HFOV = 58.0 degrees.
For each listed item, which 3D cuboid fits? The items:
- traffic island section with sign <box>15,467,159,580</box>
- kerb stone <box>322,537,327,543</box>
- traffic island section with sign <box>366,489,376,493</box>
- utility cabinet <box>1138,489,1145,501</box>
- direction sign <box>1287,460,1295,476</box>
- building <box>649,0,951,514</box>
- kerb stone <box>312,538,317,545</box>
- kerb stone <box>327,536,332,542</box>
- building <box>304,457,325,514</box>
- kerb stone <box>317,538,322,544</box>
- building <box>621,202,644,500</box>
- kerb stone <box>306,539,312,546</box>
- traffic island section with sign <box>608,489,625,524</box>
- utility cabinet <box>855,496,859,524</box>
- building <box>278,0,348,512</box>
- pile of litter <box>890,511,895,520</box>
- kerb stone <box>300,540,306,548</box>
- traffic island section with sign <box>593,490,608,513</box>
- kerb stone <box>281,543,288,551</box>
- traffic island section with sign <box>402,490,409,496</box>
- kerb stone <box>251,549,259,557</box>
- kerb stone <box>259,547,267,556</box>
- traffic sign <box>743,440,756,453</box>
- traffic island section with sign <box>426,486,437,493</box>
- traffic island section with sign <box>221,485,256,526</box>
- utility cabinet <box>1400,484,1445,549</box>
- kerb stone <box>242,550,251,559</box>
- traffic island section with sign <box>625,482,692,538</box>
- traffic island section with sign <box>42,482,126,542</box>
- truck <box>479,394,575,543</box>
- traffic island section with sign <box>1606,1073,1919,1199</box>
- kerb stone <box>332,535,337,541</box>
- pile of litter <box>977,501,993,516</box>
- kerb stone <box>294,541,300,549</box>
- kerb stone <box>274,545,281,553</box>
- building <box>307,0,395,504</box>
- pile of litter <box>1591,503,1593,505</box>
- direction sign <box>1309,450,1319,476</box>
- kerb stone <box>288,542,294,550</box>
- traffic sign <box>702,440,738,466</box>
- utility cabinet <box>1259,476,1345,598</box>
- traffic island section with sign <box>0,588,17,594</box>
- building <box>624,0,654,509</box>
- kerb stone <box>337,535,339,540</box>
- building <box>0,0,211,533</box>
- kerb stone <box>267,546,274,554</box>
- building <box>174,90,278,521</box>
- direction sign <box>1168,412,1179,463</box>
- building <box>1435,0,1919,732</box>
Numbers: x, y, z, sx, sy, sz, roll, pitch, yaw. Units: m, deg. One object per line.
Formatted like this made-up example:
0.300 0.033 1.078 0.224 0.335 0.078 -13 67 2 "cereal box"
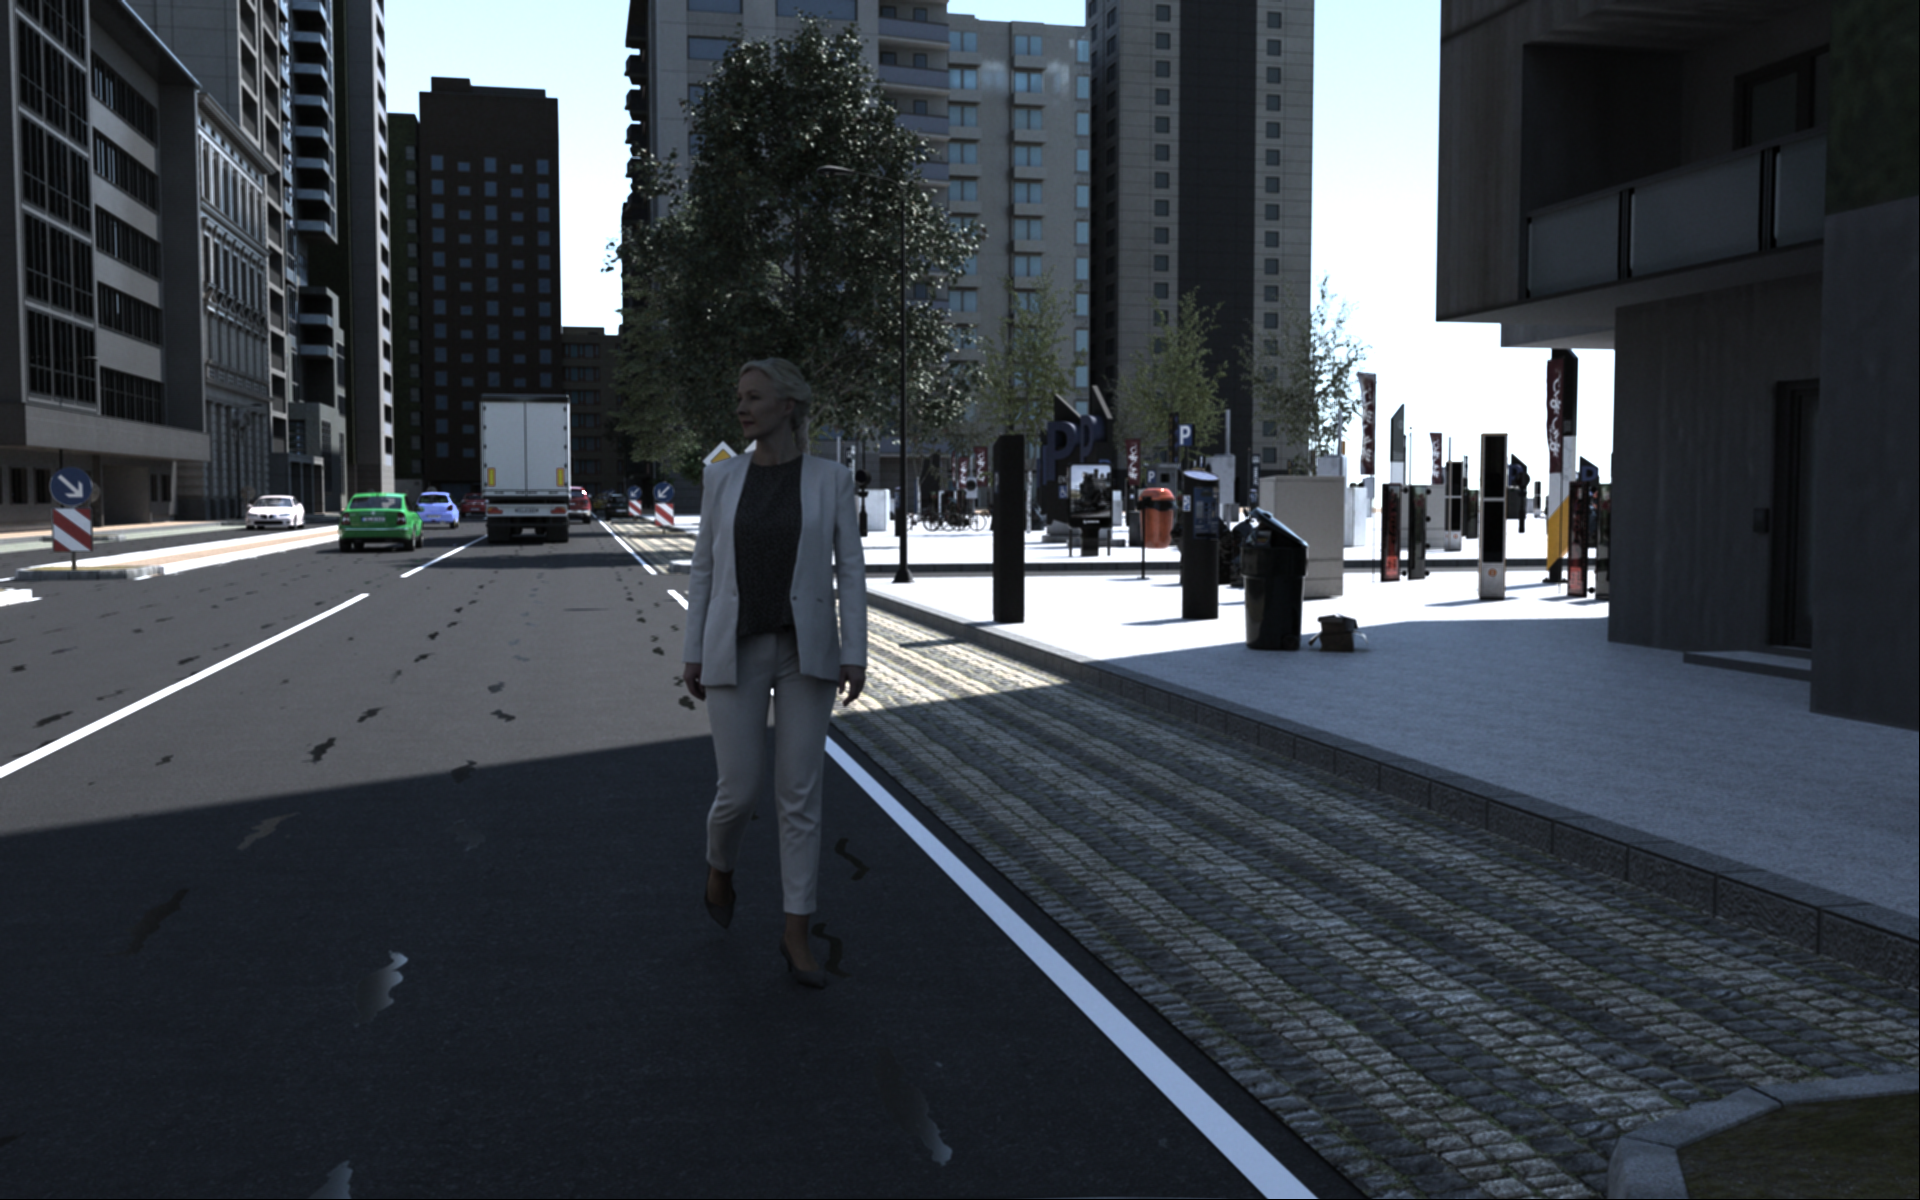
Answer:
-15.053 -1.320 29.718 2.006 1.907 1.989 -1 4 -13 "traffic island section with sign"
-18.597 -1.722 50.348 0.120 0.150 1.000 -1 4 -13 "kerb stone"
-43.507 -7.303 128.037 1.989 1.847 2.006 -1 4 -13 "traffic island section with sign"
8.539 -4.188 77.155 1.173 1.500 0.318 1 4 18 "utility cabinet"
21.956 -7.512 114.820 0.379 3.537 0.876 3 5 45 "direction sign"
-11.756 -35.662 125.080 21.231 58.520 28.212 -1 4 -13 "building"
-18.149 -1.599 48.341 0.120 0.150 1.000 -1 4 -13 "kerb stone"
-18.826 -1.776 51.356 0.120 0.150 1.000 -1 4 -13 "kerb stone"
-51.819 -40.964 108.011 20.563 71.187 20.611 -1 4 -13 "building"
-18.371 -1.660 49.342 0.120 0.150 1.000 -1 4 -13 "kerb stone"
-26.944 -24.645 174.642 14.160 30.474 14.107 -1 4 -13 "building"
-17.925 -1.538 47.335 0.120 0.150 1.000 -1 4 -13 "kerb stone"
-15.731 -4.552 83.057 1.989 1.847 2.006 -1 4 -13 "traffic island section with sign"
-4.233 -3.499 68.375 0.306 1.237 1.020 -1 4 -20 "utility cabinet"
-59.307 -50.128 132.265 22.319 86.520 31.000 -1 4 -13 "building"
-3.827 -4.324 84.666 1.719 0.858 1.176 0 4 4 "pile of litter"
-17.699 -1.476 46.326 0.120 0.150 1.000 -1 4 -13 "kerb stone"
-32.524 -9.139 158.052 1.989 1.847 2.006 -1 4 -13 "traffic island section with sign"
-17.020 -1.292 43.325 0.120 0.150 1.000 -1 4 -13 "kerb stone"
-49.385 -8.912 154.346 1.989 1.847 2.006 -1 4 -13 "traffic island section with sign"
-16.122 -1.047 39.311 0.120 0.150 1.000 -1 4 -13 "kerb stone"
-16.351 -1.108 40.308 0.120 0.150 1.000 -1 4 -13 "kerb stone"
-2.675 -1.280 24.565 0.795 2.450 0.064 -1 4 -13 "traffic sign"
-31.478 -5.805 103.046 2.006 1.907 1.989 -1 4 -13 "traffic island section with sign"
-32.550 -4.313 79.153 1.989 1.847 2.006 -1 4 -13 "traffic island section with sign"
10.710 -1.922 40.098 1.173 1.500 0.318 0 4 -3 "utility cabinet"
-15.904 -0.983 38.313 0.120 0.150 1.000 -1 4 -13 "kerb stone"
-9.848 -2.943 56.749 1.989 1.847 2.006 -1 4 -13 "traffic island section with sign"
-26.663 -2.704 52.846 1.989 1.847 2.006 -1 4 -13 "traffic island section with sign"
-13.488 -3.996 54.246 2.839 4.237 11.283 -1 4 -13 "truck"
2.226 0.357 2.798 1.989 1.847 2.006 -1 4 -13 "traffic island section with sign"
-19.051 -1.845 52.353 0.120 0.150 1.000 -1 4 -13 "kerb stone"
1.690 -5.380 101.921 1.719 0.858 1.176 -2 4 -30 "pile of litter"
-17.479 -1.415 45.328 0.120 0.150 1.000 -1 4 -13 "kerb stone"
-16.805 -1.229 42.325 0.120 0.150 1.000 -1 4 -13 "kerb stone"
-68.434 -37.899 161.650 28.212 58.520 21.231 -1 4 -13 "building"
41.993 -6.140 114.357 1.176 0.858 1.719 -3 5 -42 "pile of litter"
18.232 -5.891 88.319 0.876 3.537 0.379 2 4 29 "direction sign"
-17.253 -1.353 44.320 0.120 0.150 1.000 -1 4 -13 "kerb stone"
-4.419 -1.756 32.358 0.795 2.450 0.064 -1 4 -13 "traffic sign"
4.167 -0.764 21.175 1.173 1.500 0.318 -2 4 -34 "utility cabinet"
-13.445 -0.878 22.487 2.006 1.907 1.989 -1 4 -13 "traffic island section with sign"
-18.149 -30.507 153.416 22.147 44.769 28.867 -1 4 -13 "building"
-19.267 -1.905 53.355 0.120 0.150 1.000 -1 4 -13 "kerb stone"
-38.984 -15.055 65.215 14.314 24.678 30.058 -1 4 -13 "building"
-16.578 -1.170 41.322 0.120 0.150 1.000 -1 4 -13 "kerb stone"
-42.856 -15.987 90.272 11.050 23.489 19.941 -1 4 -13 "building"
5.926 -3.432 48.106 0.379 3.537 0.876 -1 4 -9 "direction sign"
11.470 -20.092 12.093 14.154 41.232 14.086 -1 4 -13 "building"
